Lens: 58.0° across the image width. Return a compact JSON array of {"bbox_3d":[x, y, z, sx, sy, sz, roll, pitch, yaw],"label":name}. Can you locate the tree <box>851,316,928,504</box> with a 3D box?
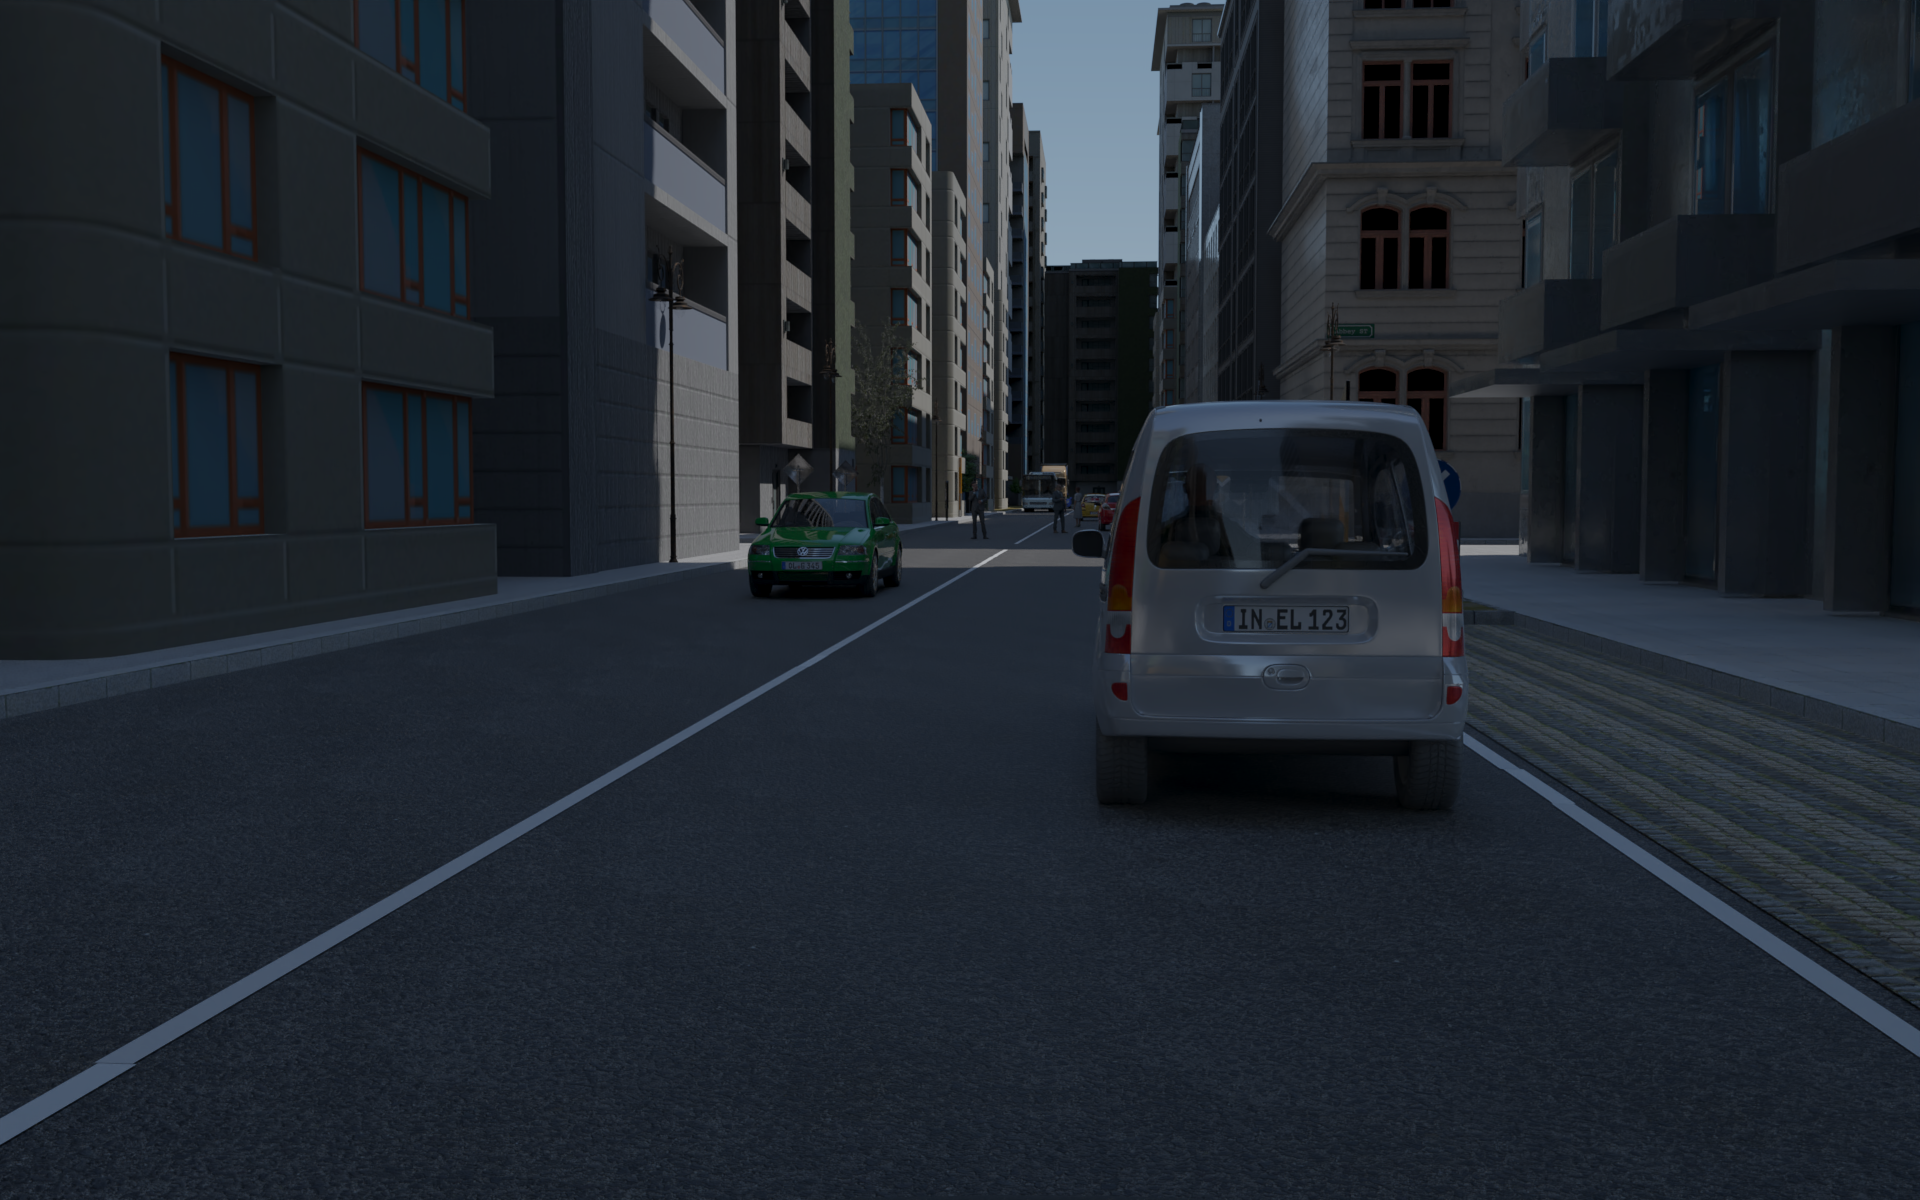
[{"bbox_3d":[-3.442,-7.383,71.070,4.360,8.622,3.978,0,3,0],"label":"tree"}]

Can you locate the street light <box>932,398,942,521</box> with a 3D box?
[{"bbox_3d":[-1.132,-6.758,83.278,0.468,5.910,1.993,0,4,5],"label":"street light"}]

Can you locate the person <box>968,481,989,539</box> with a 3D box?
[{"bbox_3d":[0.596,-2.868,55.199,0.655,1.846,0.447,0,4,3],"label":"person"}]

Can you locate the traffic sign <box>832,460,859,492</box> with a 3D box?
[{"bbox_3d":[-3.391,-2.916,51.314,0.795,2.450,0.064,0,4,5],"label":"traffic sign"}]

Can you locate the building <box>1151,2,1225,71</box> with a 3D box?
[{"bbox_3d":[35.069,-36.444,185.096,28.713,52.752,27.495,0,4,5],"label":"building"}]

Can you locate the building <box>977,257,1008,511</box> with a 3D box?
[{"bbox_3d":[-10.671,-18.162,141.989,27.650,21.520,28.899,0,4,5],"label":"building"}]

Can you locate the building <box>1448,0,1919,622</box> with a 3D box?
[{"bbox_3d":[20.011,-24.540,20.833,23.786,49.044,30.456,0,4,5],"label":"building"}]

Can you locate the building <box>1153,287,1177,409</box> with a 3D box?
[{"bbox_3d":[31.883,-19.130,157.820,27.650,21.520,28.899,0,4,5],"label":"building"}]

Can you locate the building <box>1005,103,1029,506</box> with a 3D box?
[{"bbox_3d":[0.303,-33.347,195.337,14.200,45.320,14.600,0,4,5],"label":"building"}]

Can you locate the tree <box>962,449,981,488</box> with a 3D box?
[{"bbox_3d":[-0.276,-7.591,107.820,4.285,4.588,4.351,0,3,0],"label":"tree"}]

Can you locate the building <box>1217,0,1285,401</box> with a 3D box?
[{"bbox_3d":[18.979,-17.211,74.902,14.314,27.812,24.014,0,4,5],"label":"building"}]

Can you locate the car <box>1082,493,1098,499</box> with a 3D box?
[{"bbox_3d":[11.139,-8.236,143.699,2.155,1.783,4.494,0,4,4],"label":"car"}]

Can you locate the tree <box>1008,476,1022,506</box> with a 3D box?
[{"bbox_3d":[6.296,-11.799,187.517,1.663,3.219,1.824,0,3,0],"label":"tree"}]

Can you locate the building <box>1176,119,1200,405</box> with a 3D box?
[{"bbox_3d":[24.070,-22.301,136.326,14.160,30.474,14.107,0,4,5],"label":"building"}]

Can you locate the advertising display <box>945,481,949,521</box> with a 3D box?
[{"bbox_3d":[-0.640,-4.788,83.490,0.123,1.923,0.974,0,4,-4],"label":"advertising display"}]

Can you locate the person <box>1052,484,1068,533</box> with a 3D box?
[{"bbox_3d":[3.690,-3.357,63.558,0.590,1.801,0.661,3,5,45],"label":"person"}]

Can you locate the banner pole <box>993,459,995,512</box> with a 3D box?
[{"bbox_3d":[2.416,-8.096,122.389,0.401,3.779,0.863,0,4,-1],"label":"banner pole"}]

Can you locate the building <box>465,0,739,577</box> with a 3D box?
[{"bbox_3d":[-19.379,-30.130,34.622,28.212,58.520,21.231,0,4,5],"label":"building"}]

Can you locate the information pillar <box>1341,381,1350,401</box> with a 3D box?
[{"bbox_3d":[7.998,-2.732,36.022,0.183,3.616,0.504,0,4,-1],"label":"information pillar"}]

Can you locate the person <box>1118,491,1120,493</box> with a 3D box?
[{"bbox_3d":[14.485,-9.034,156.940,1.217,1.736,0.721,-2,4,-32],"label":"person"}]

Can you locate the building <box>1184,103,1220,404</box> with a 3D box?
[{"bbox_3d":[21.402,-18.138,114.576,12.078,24.808,19.932,0,4,5],"label":"building"}]

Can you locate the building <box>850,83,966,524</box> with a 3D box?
[{"bbox_3d":[-14.626,-14.897,88.608,27.650,21.520,28.899,0,4,5],"label":"building"}]

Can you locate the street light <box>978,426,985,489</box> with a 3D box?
[{"bbox_3d":[1.460,-8.731,115.542,0.468,5.910,1.993,0,4,5],"label":"street light"}]

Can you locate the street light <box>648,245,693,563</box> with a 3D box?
[{"bbox_3d":[-5.384,-3.644,32.364,0.468,5.910,1.993,0,4,5],"label":"street light"}]

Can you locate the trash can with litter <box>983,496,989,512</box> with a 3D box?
[{"bbox_3d":[1.777,-6.962,125.212,0.624,1.170,1.055,0,4,6],"label":"trash can with litter"}]

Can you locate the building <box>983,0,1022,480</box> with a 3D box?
[{"bbox_3d":[-8.858,-35.467,169.126,28.713,52.752,27.495,0,4,5],"label":"building"}]

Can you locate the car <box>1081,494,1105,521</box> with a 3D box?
[{"bbox_3d":[7.247,-5.058,92.917,2.015,1.641,3.980,0,4,4],"label":"car"}]

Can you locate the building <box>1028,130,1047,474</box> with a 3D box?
[{"bbox_3d":[0.072,-36.546,221.229,21.600,48.544,21.300,0,4,5],"label":"building"}]

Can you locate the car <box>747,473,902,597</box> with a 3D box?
[{"bbox_3d":[-1.923,-1.022,25.500,1.959,1.807,4.718,0,4,5],"label":"car"}]

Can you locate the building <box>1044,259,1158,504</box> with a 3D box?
[{"bbox_3d":[17.509,-27.173,215.987,14.107,30.474,14.160,0,4,5],"label":"building"}]

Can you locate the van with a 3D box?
[{"bbox_3d":[1.583,-0.140,9.294,2.013,2.044,4.112,0,4,6],"label":"van"}]

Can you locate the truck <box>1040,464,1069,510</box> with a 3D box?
[{"bbox_3d":[8.796,-10.589,162.050,2.839,4.237,11.283,0,4,4],"label":"truck"}]

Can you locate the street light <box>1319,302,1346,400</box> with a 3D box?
[{"bbox_3d":[8.977,-4.225,41.867,0.468,5.910,1.993,0,4,5],"label":"street light"}]

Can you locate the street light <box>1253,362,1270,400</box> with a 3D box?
[{"bbox_3d":[10.528,-5.375,60.672,0.468,5.910,1.993,0,4,5],"label":"street light"}]

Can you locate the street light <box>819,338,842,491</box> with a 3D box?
[{"bbox_3d":[-3.836,-4.816,51.522,0.468,5.910,1.993,0,4,5],"label":"street light"}]

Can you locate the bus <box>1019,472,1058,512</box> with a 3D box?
[{"bbox_3d":[6.499,-8.878,140.021,2.948,3.499,13.247,0,4,4],"label":"bus"}]

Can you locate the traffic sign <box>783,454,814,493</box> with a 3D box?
[{"bbox_3d":[-4.045,-2.429,43.355,0.795,2.450,0.064,0,4,5],"label":"traffic sign"}]

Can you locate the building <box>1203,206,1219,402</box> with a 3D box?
[{"bbox_3d":[19.222,-14.766,96.176,10.420,20.320,16.860,0,4,5],"label":"building"}]

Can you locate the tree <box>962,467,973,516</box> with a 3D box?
[{"bbox_3d":[-0.053,-6.677,103.765,1.663,3.219,1.824,0,3,0],"label":"tree"}]

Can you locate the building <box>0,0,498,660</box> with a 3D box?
[{"bbox_3d":[-20.895,-9.987,8.331,27.650,21.520,28.899,0,4,5],"label":"building"}]

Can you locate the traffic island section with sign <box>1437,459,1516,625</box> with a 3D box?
[{"bbox_3d":[5.135,-0.685,19.836,1.989,1.847,2.006,0,4,5],"label":"traffic island section with sign"}]

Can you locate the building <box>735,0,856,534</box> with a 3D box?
[{"bbox_3d":[-11.528,-17.543,58.535,14.160,30.474,14.107,0,4,5],"label":"building"}]

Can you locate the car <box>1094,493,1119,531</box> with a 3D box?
[{"bbox_3d":[6.377,-3.629,68.375,2.155,1.783,4.494,0,4,3],"label":"car"}]

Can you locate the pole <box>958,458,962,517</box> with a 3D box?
[{"bbox_3d":[0.005,-6.305,96.937,0.158,3.312,0.155,0,3,0],"label":"pole"}]

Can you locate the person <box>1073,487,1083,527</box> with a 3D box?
[{"bbox_3d":[5.057,-4.042,75.157,0.524,1.755,0.480,3,5,44],"label":"person"}]

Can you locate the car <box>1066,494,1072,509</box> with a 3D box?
[{"bbox_3d":[10.218,-9.963,172.490,1.945,1.707,3.694,0,4,6],"label":"car"}]

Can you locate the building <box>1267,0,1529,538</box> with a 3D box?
[{"bbox_3d":[22.092,-16.371,55.064,23.554,28.519,14.401,0,4,5],"label":"building"}]

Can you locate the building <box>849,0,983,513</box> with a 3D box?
[{"bbox_3d":[-5.849,-28.541,116.757,14.600,45.320,14.200,0,4,5],"label":"building"}]
